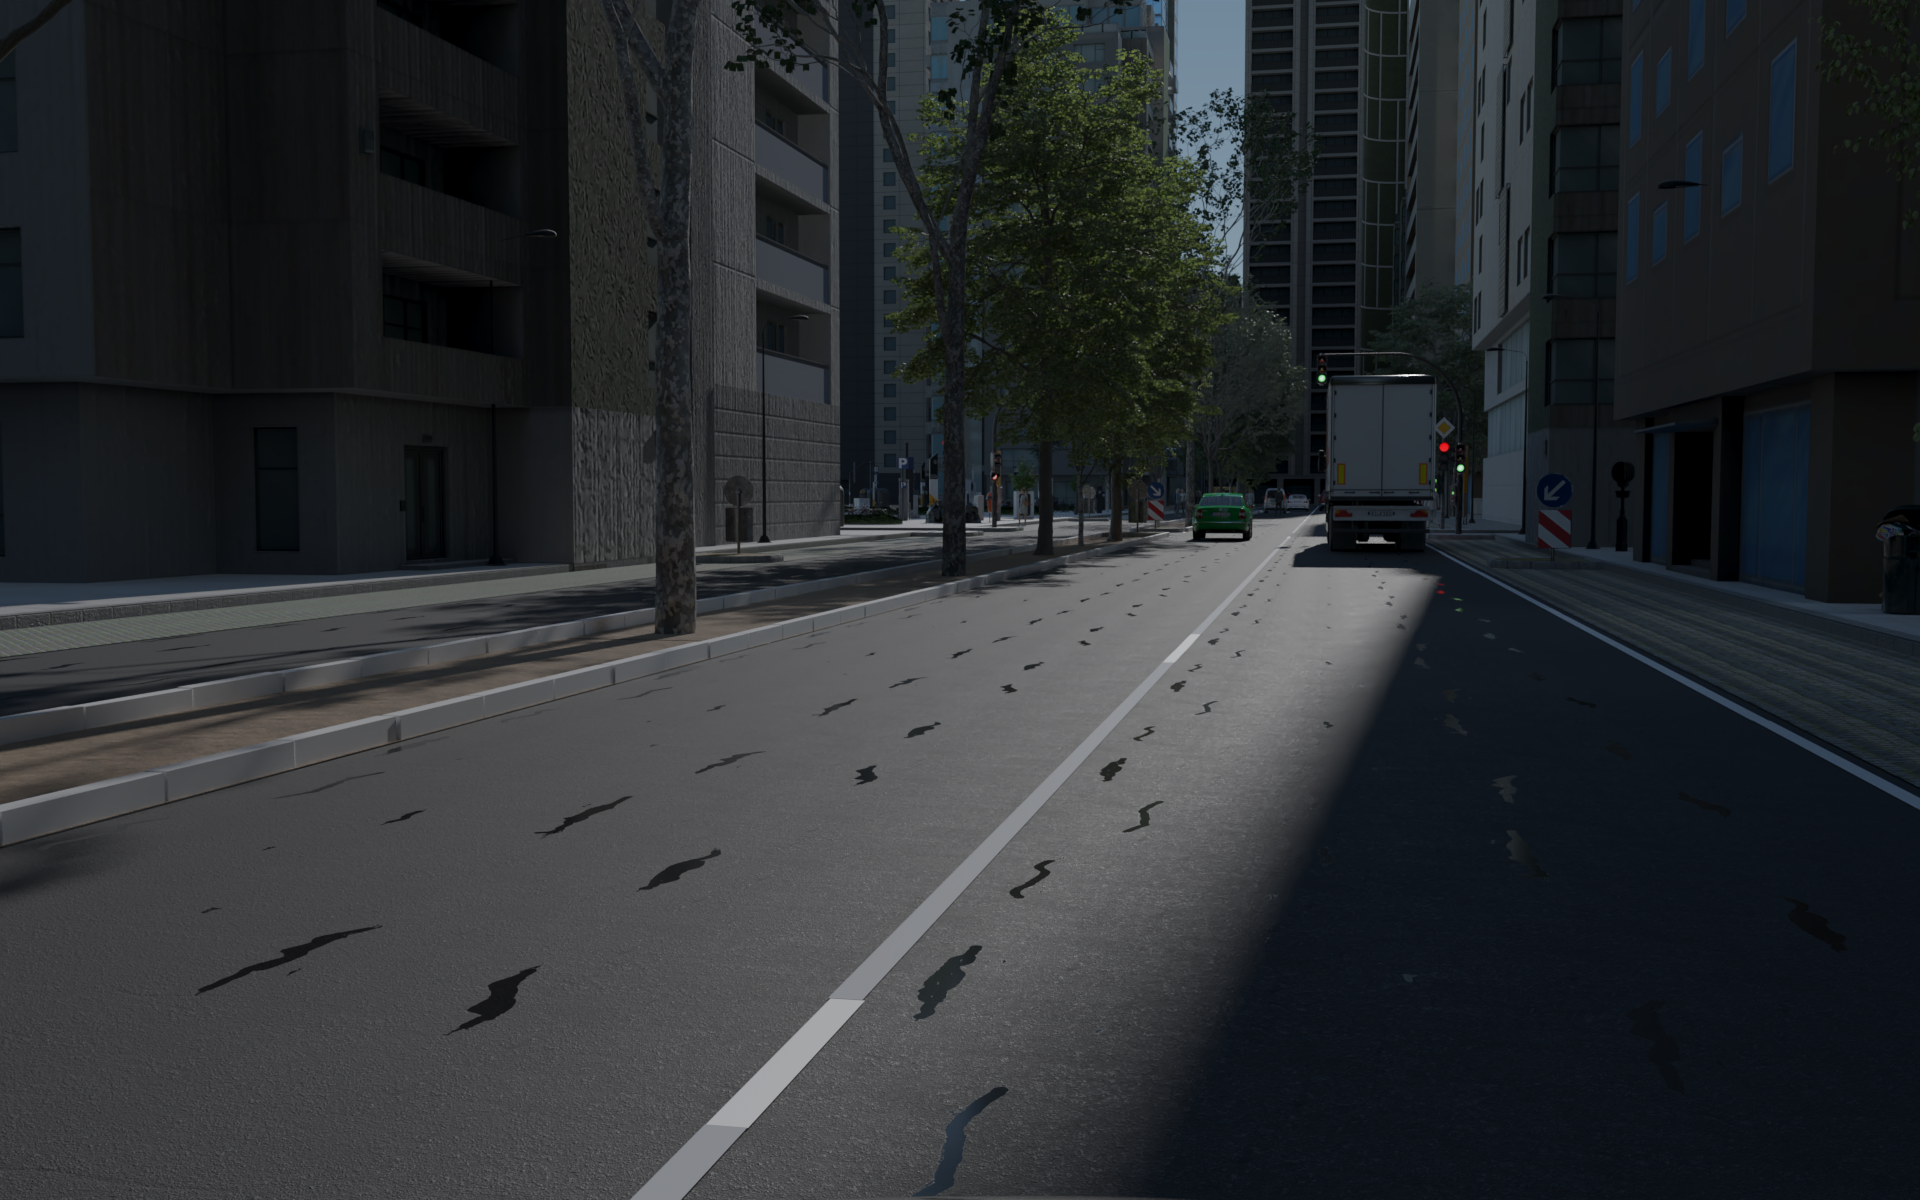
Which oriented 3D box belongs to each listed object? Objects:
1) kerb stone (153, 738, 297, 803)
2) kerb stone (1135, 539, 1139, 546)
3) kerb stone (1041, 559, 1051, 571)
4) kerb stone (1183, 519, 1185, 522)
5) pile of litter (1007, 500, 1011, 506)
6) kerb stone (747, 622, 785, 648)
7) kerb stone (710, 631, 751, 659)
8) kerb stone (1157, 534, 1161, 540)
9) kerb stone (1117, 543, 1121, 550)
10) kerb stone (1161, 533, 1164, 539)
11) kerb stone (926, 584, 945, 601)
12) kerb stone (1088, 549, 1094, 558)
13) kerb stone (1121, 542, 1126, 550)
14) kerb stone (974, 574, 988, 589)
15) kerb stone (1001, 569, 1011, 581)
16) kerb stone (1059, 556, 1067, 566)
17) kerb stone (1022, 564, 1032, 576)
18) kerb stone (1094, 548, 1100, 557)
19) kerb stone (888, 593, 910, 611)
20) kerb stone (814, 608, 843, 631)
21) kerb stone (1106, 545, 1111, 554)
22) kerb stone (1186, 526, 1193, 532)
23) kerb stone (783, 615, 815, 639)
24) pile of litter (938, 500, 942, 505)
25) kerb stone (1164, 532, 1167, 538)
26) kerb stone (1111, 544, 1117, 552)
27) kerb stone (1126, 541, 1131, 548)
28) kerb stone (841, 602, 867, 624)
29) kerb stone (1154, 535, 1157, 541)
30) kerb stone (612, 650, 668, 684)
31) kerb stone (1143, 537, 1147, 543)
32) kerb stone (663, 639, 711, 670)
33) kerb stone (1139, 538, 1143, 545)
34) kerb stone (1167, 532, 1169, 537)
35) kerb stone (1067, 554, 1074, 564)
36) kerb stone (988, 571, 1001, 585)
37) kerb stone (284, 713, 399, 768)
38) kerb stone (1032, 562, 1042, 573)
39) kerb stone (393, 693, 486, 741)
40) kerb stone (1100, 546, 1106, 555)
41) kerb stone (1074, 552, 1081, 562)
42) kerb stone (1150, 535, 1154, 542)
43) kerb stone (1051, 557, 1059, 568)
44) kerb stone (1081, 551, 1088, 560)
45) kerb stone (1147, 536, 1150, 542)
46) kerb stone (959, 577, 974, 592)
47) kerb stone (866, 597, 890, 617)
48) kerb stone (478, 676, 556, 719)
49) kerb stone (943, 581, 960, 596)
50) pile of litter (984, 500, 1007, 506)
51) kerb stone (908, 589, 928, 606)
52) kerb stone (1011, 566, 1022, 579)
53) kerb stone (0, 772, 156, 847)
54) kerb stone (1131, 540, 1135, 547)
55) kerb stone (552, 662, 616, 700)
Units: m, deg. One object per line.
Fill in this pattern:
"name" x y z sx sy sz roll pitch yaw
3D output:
"kerb stone" -3.622 0.837 8.522 0.120 0.150 1.000 1 4 12
"kerb stone" 4.740 -1.556 47.636 0.120 0.150 1.000 1 4 12
"kerb stone" 1.520 -0.635 32.595 0.120 0.150 1.000 1 4 12
"kerb stone" 11.168 -4.001 87.703 0.120 0.150 1.000 1 4 12
"pile of litter" 3.860 -7.469 136.075 1.719 0.858 1.176 0 4 1
"kerb stone" -1.909 0.350 16.545 0.120 0.150 1.000 1 4 12
"kerb stone" -2.121 0.412 15.530 0.120 0.150 1.000 1 4 12
"kerb stone" 6.023 -1.923 53.636 0.120 0.150 1.000 1 4 12
"kerb stone" 3.881 -1.305 43.625 0.120 0.150 1.000 1 4 12
"kerb stone" 6.234 -1.984 54.641 0.120 0.150 1.000 1 4 12
"kerb stone" -0.411 -0.080 23.549 0.120 0.150 1.000 1 4 12
"kerb stone" 2.806 -1.004 38.612 0.120 0.150 1.000 1 4 12
"kerb stone" 4.094 -1.369 44.630 0.120 0.150 1.000 1 4 12
"kerb stone" 0.229 -0.267 26.564 0.120 0.150 1.000 1 4 12
"kerb stone" 0.655 -0.391 28.584 0.120 0.150 1.000 1 4 12
"kerb stone" 1.955 -0.757 34.595 0.120 0.150 1.000 1 4 12
"kerb stone" 1.090 -0.512 30.587 0.120 0.150 1.000 1 4 12
"kerb stone" 3.025 -1.064 39.611 0.120 0.150 1.000 1 4 12
"kerb stone" -0.836 0.041 21.549 0.120 0.150 1.000 1 4 12
"kerb stone" -1.477 0.223 18.547 0.120 0.150 1.000 1 4 12
"kerb stone" 3.457 -1.188 41.625 0.120 0.150 1.000 1 4 12
"kerb stone" 8.923 -2.753 67.209 0.120 0.150 1.000 1 4 12
"kerb stone" -1.695 0.284 17.544 0.120 0.150 1.000 1 4 12
"pile of litter" -1.863 -7.686 139.627 1.176 0.858 1.719 -3 5 -42
"kerb stone" 6.449 -2.046 55.643 0.120 0.150 1.000 1 4 12
"kerb stone" 3.671 -1.249 42.624 0.120 0.150 1.000 1 4 12
"kerb stone" 4.312 -1.430 45.632 0.120 0.150 1.000 1 4 12
"kerb stone" -1.264 0.162 19.547 0.120 0.150 1.000 1 4 12
"kerb stone" 5.808 -1.858 52.637 0.120 0.150 1.000 1 4 12
"kerb stone" -2.548 0.530 13.530 0.120 0.150 1.000 1 4 12
"kerb stone" 5.164 -1.677 49.636 0.120 0.150 1.000 1 4 12
"kerb stone" -2.340 0.469 14.530 0.120 0.150 1.000 1 4 12
"kerb stone" 4.958 -1.617 48.635 0.120 0.150 1.000 1 4 12
"kerb stone" 6.660 -2.107 56.643 0.120 0.150 1.000 1 4 12
"kerb stone" 2.163 -0.820 35.599 0.120 0.150 1.000 1 4 12
"kerb stone" 0.452 -0.329 27.570 0.120 0.150 1.000 1 4 12
"kerb stone" -3.417 0.775 9.523 0.120 0.150 1.000 1 4 12
"kerb stone" 1.304 -0.564 31.590 0.120 0.150 1.000 1 4 12
"kerb stone" -3.191 0.714 10.528 0.120 0.150 1.000 1 4 12
"kerb stone" 3.244 -1.127 40.614 0.120 0.150 1.000 1 4 12
"kerb stone" 2.375 -0.880 36.603 0.120 0.150 1.000 1 4 12
"kerb stone" 5.591 -1.801 51.638 0.120 0.150 1.000 1 4 12
"kerb stone" 1.736 -0.696 33.595 0.120 0.150 1.000 1 4 12
"kerb stone" 2.594 -0.943 37.610 0.120 0.150 1.000 1 4 12
"kerb stone" 5.379 -1.735 50.639 0.120 0.150 1.000 1 4 12
"kerb stone" 0.016 -0.205 25.552 0.120 0.150 1.000 1 4 12
"kerb stone" -1.046 0.101 20.549 0.120 0.150 1.000 1 4 12
"kerb stone" -2.980 0.652 11.528 0.120 0.150 1.000 1 4 12
"kerb stone" -0.202 -0.144 24.553 0.120 0.150 1.000 1 4 12
"pile of litter" 2.374 -7.201 131.704 1.719 0.858 1.176 -1 4 -15
"kerb stone" -0.625 -0.022 22.550 0.120 0.150 1.000 1 4 12
"kerb stone" 0.871 -0.447 29.583 0.120 0.150 1.000 1 4 12
"kerb stone" -3.836 0.902 7.523 0.120 0.150 1.000 1 4 12
"kerb stone" 4.525 -1.494 46.637 0.120 0.150 1.000 1 4 12
"kerb stone" -2.768 0.593 12.532 0.120 0.150 1.000 1 4 12
